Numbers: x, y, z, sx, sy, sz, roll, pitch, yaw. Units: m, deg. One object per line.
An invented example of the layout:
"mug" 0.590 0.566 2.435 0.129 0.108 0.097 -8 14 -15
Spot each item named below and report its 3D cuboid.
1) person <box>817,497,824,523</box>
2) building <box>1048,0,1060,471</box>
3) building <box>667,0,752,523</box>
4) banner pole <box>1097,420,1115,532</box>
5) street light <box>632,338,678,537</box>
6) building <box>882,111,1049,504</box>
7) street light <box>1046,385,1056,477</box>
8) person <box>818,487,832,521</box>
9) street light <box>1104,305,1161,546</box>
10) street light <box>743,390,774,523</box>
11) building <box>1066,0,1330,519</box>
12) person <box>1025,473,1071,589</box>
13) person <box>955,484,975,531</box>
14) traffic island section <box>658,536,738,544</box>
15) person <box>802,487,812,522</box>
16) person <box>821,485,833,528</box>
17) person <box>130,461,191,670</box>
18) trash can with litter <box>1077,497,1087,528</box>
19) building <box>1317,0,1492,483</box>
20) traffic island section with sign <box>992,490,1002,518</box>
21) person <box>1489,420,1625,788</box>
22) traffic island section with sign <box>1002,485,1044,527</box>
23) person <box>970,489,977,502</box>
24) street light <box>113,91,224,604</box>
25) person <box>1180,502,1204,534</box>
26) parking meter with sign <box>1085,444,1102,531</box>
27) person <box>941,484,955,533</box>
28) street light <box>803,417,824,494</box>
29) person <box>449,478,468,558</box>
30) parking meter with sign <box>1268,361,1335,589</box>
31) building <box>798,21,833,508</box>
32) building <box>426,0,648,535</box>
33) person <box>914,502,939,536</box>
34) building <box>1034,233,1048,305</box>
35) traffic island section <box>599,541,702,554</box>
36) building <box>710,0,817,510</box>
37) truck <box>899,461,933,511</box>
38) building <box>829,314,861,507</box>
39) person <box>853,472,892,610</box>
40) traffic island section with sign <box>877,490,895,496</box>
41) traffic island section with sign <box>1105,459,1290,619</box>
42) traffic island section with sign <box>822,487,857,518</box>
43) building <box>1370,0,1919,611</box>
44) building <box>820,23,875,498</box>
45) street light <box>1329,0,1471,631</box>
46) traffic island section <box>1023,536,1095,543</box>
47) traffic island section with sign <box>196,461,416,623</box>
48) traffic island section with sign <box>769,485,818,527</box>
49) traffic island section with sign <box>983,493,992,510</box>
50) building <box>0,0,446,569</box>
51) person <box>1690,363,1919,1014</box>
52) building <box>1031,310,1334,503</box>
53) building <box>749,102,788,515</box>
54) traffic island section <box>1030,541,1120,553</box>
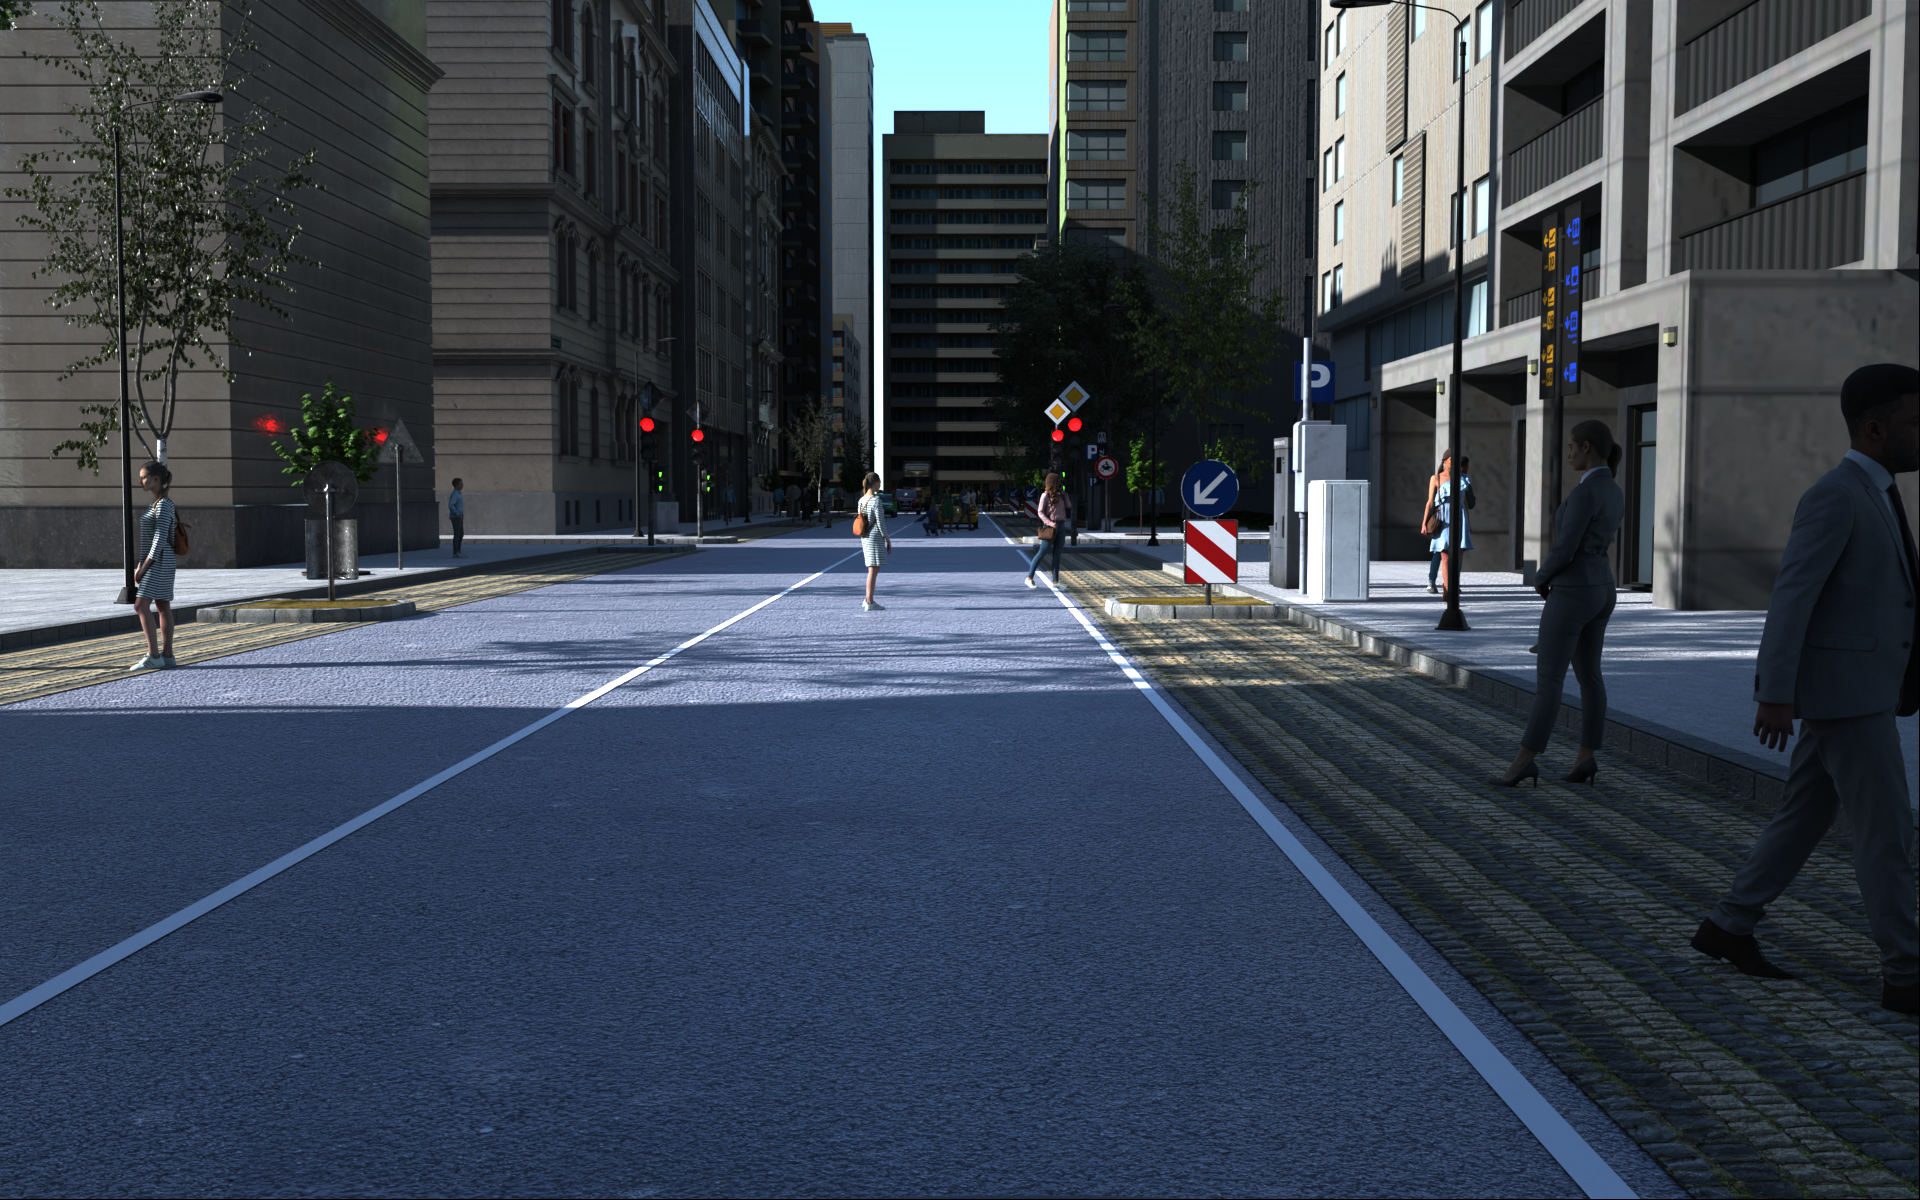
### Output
"person" -6.915 -4.505 86.430 0.475 1.303 0.640 -2 4 -30
"building" 14.854 -30.545 149.520 14.600 45.320 14.200 0 4 0
"building" -17.691 -16.420 86.487 12.078 24.808 19.932 0 4 0
"banner pole" 4.888 -4.182 58.397 0.401 3.779 0.863 -3 5 -40
"street light" -9.077 -4.838 51.650 1.470 5.913 1.316 0 4 0
"building" 1.091 -36.613 222.326 21.600 48.544 21.300 0 4 0
"street light" 4.370 -6.201 73.924 1.470 5.913 1.316 0 4 0
"person" -7.122 -5.046 91.270 0.850 1.792 0.678 -2 4 -34
"street light" 4.236 -4.286 42.623 1.470 5.913 1.316 0 4 0
"street light" -8.985 -6.414 77.412 1.470 5.913 1.316 0 4 0
"building" 12.548 -25.250 96.437 14.154 41.232 14.086 0 4 0
"person" 1.329 -1.054 26.325 0.643 1.750 0.593 3 4 37
"person" 0.190 -3.622 67.818 0.850 1.850 0.679 2 4 31
"traffic island section" -7.667 -1.757 51.015 2.009 0.180 2.903 0 4 0
"person" -7.814 -4.825 87.816 0.576 1.772 0.534 3 4 37
"person" -5.665 -3.948 73.250 0.583 1.804 0.606 -3 4 -37
"person" -6.613 -0.292 14.276 0.522 1.701 0.512 -2 4 -34
"trash can with litter" 4.656 -3.346 66.101 0.624 1.170 1.055 -1 4 -8
"building" 29.206 -29.072 64.570 27.495 52.752 28.713 0 4 0
"traffic island section with sign" 3.087 -5.803 103.513 1.989 1.847 2.006 0 4 0
"person" 2.934 0.017 8.501 0.573 1.790 0.520 2 4 25
"traffic island section with sign" 2.973 -4.094 75.569 1.989 1.847 2.006 0 4 0
"person" 0.938 -7.083 124.409 0.850 1.850 0.679 -3 4 -36
"street light" -9.194 -2.911 20.139 1.470 5.913 1.316 0 4 0
"person" 6.337 -2.362 47.221 0.694 1.812 0.767 1 4 17
"parking meter with sign" 4.764 -3.979 61.311 0.543 3.016 1.738 1 4 9
"person" -0.467 -3.326 63.126 0.529 1.795 0.600 2 4 30
"street light" -8.840 -8.044 104.062 1.470 5.913 1.316 0 4 0
"person" -10.090 -1.647 34.782 0.330 1.601 0.589 0 4 3
"parking meter with sign" 4.588 -1.674 23.634 0.543 3.016 1.738 0 4 -4
"building" -19.421 -31.339 162.499 14.600 45.320 14.200 0 4 0
"building" -18.750 -16.927 64.145 14.401 28.519 23.554 0 4 0
"person" -1.092 -2.783 59.505 1.012 1.151 0.738 -1 4 -21
"building" 15.184 -25.766 192.973 14.160 30.474 14.107 0 4 0
"traffic island section" -7.697 -1.269 43.030 2.009 0.180 2.903 0 4 0
"building" -23.449 -29.739 140.863 22.147 44.769 28.867 0 4 0
"truck" -3.644 -9.807 149.259 2.839 4.237 11.283 0 3 0
"building" -25.981 -20.900 186.757 28.899 21.520 27.650 0 4 0
"person" -1.080 -0.725 21.362 0.522 1.701 0.512 -3 5 -39
"traffic island section with sign" -6.958 -8.816 152.772 1.989 1.847 2.006 0 4 0
"traffic island section with sign" 2.762 -0.734 20.624 1.989 1.847 2.006 0 4 0
"traffic island section with sign" -7.145 -5.760 102.797 1.989 1.847 2.006 0 4 0
"building" 18.158 -35.665 21.382 20.563 71.187 20.611 0 4 0
"building" -25.137 -41.504 220.592 28.212 58.520 21.231 0 4 0
"street light" 4.123 -2.671 16.218 1.470 5.913 1.316 0 4 0
"traffic island section" 2.874 -1.755 50.971 2.009 0.180 2.903 0 4 0
"traffic island section with sign" -7.453 -0.699 20.061 1.989 1.847 2.006 0 4 0
"traffic island section with sign" -7.244 -4.097 75.617 1.989 1.847 2.006 0 4 0
"traffic island section with sign" 3.262 -8.813 152.724 1.989 1.847 2.006 0 4 0
"building" -24.457 -14.515 34.578 25.104 27.353 12.463 0 4 0
"person" 2.518 0.237 4.904 0.850 1.792 0.678 3 5 40
"building" 21.229 -19.981 171.732 27.650 21.520 28.899 0 4 0
"building" -18.796 -19.655 108.754 14.401 28.519 23.554 0 4 0
"traffic island section" 2.844 -1.266 42.986 2.009 0.180 2.903 0 4 0
